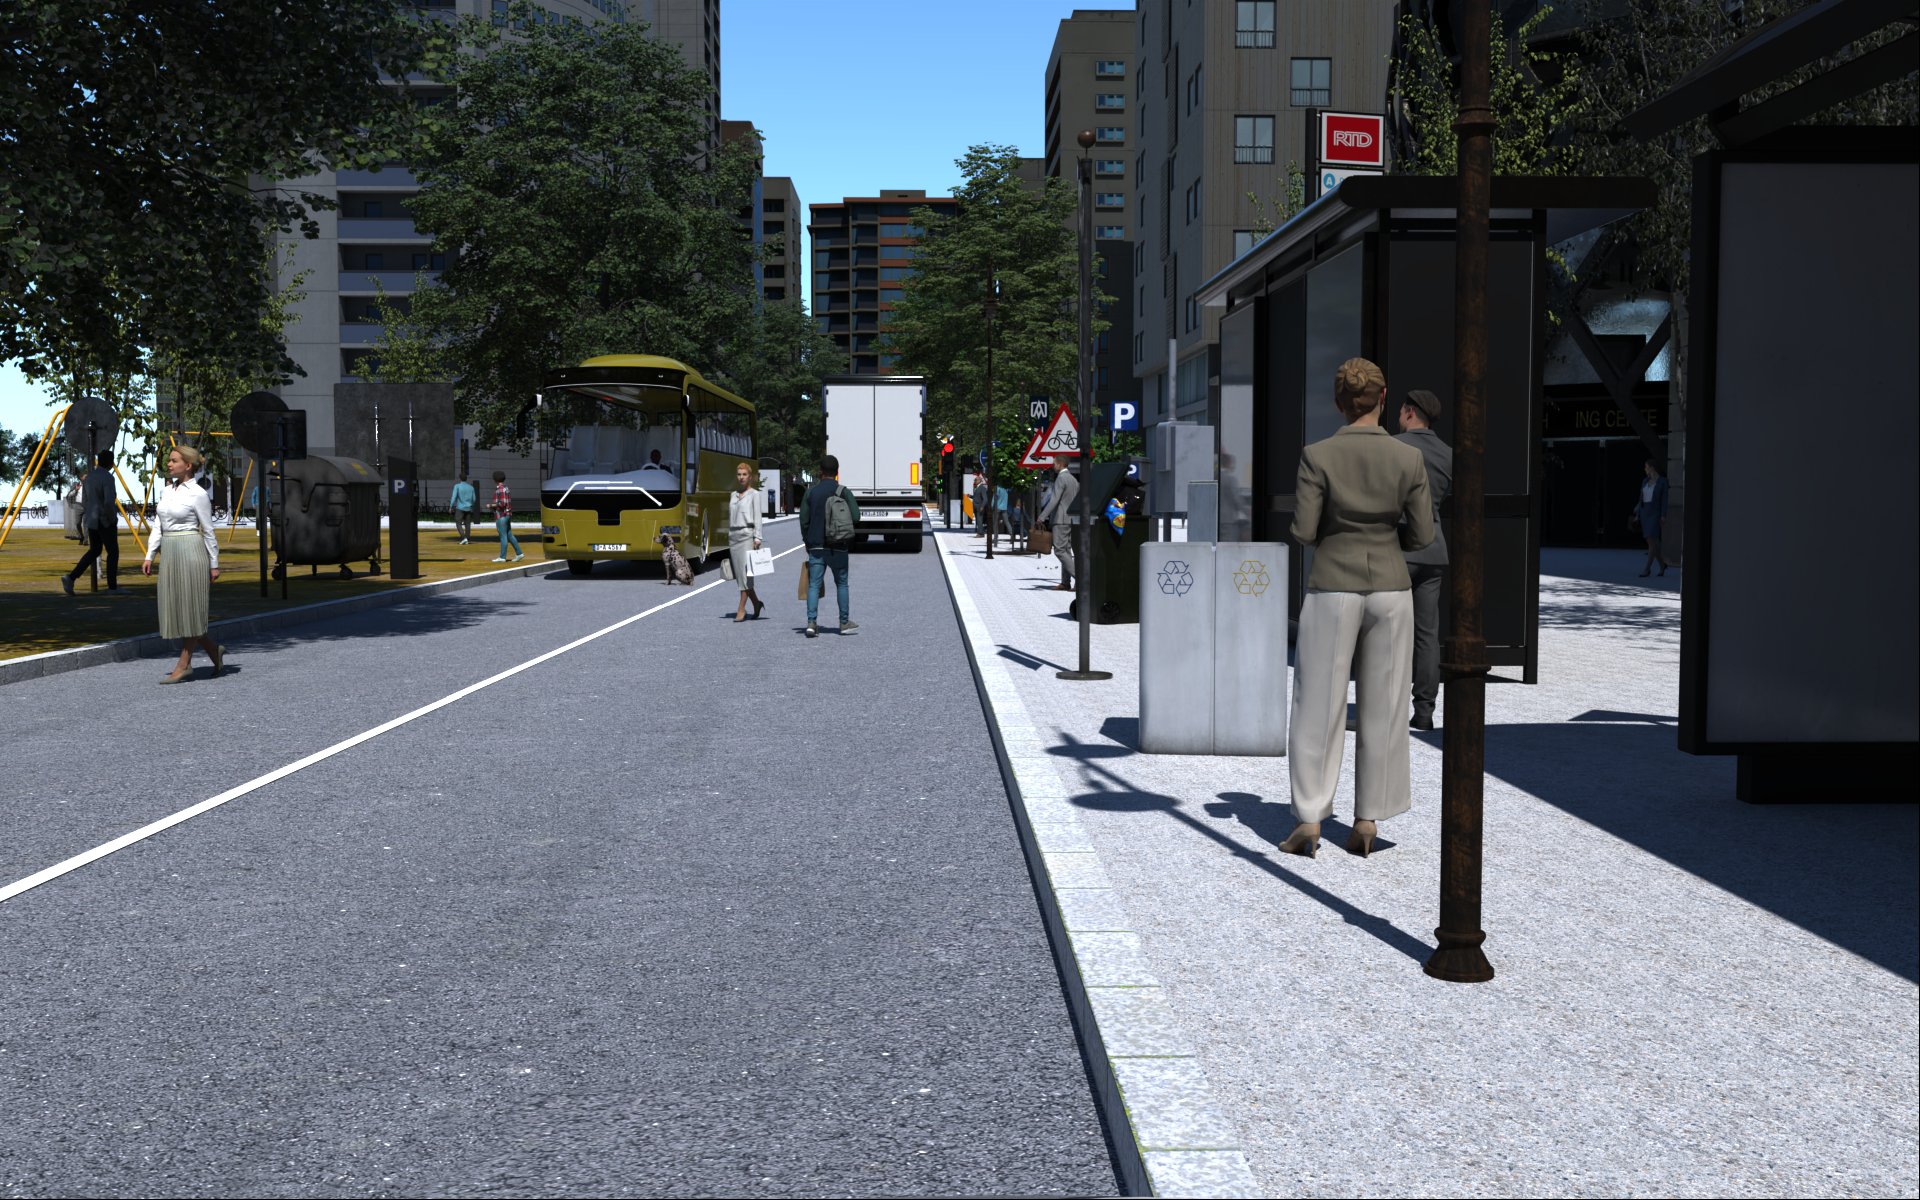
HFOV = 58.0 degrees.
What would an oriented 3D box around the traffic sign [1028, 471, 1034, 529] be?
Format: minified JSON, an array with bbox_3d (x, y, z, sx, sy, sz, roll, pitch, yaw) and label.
[{"bbox_3d":[1.911,-2.770,45.390,0.768,2.556,0.104,0,4,6],"label":"traffic sign"}]

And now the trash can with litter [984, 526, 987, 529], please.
[{"bbox_3d":[1.742,-3.246,64.135,2.233,1.210,1.678,-1,4,-14],"label":"trash can with litter"}]

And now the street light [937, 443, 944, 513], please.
[{"bbox_3d":[-1.143,-8.826,117.100,0.468,5.910,1.993,0,4,-1],"label":"street light"}]

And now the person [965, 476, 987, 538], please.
[{"bbox_3d":[0.486,-2.734,50.921,0.590,1.801,0.661,-2,4,-28],"label":"person"}]

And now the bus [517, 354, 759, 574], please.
[{"bbox_3d":[-5.847,-2.609,34.201,2.896,3.916,12.252,0,4,-1],"label":"bus"}]

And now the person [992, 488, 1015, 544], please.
[{"bbox_3d":[1.052,-2.358,44.459,0.638,1.841,0.748,-3,5,-39],"label":"person"}]

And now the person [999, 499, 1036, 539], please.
[{"bbox_3d":[1.573,-2.277,48.771,1.012,1.151,0.738,1,4,12],"label":"person"}]

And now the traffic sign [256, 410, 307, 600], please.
[{"bbox_3d":[-8.214,-1.154,21.005,0.606,2.300,0.079,0,4,1],"label":"traffic sign"}]

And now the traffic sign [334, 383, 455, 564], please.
[{"bbox_3d":[-10.369,-2.317,31.757,2.265,3.308,0.079,0,4,5],"label":"traffic sign"}]

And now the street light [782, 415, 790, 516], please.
[{"bbox_3d":[-10.178,-7.881,101.635,0.468,5.910,1.993,0,4,-1],"label":"street light"}]

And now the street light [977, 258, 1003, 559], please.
[{"bbox_3d":[0.582,-3.746,34.039,0.468,5.910,1.993,0,4,-1],"label":"street light"}]

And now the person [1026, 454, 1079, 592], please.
[{"bbox_3d":[1.343,-1.026,22.944,0.853,1.813,0.709,2,4,23],"label":"person"}]

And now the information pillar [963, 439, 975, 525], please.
[{"bbox_3d":[0.356,-4.969,72.590,0.504,3.616,0.183,-3,4,-36],"label":"information pillar"}]

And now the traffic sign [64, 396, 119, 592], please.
[{"bbox_3d":[-11.355,-1.378,22.641,0.768,2.556,0.104,0,4,8],"label":"traffic sign"}]

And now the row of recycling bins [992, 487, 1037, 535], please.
[{"bbox_3d":[2.074,-2.885,54.275,1.069,1.692,3.534,-2,4,-33],"label":"row of recycling bins"}]

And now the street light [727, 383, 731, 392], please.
[{"bbox_3d":[-9.580,-6.085,72.276,0.468,5.910,1.993,0,4,-1],"label":"street light"}]

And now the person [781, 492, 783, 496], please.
[{"bbox_3d":[-17.785,-10.101,171.269,1.350,1.814,0.705,2,4,30],"label":"person"}]

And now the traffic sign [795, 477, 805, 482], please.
[{"bbox_3d":[-12.164,-8.048,131.695,0.768,2.556,0.104,0,4,4],"label":"traffic sign"}]

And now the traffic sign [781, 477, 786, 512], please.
[{"bbox_3d":[-12.612,-7.555,123.624,0.768,2.556,0.104,0,4,4],"label":"traffic sign"}]

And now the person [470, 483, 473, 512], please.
[{"bbox_3d":[-24.415,-4.967,87.159,0.836,1.842,0.656,-3,5,-45],"label":"person"}]

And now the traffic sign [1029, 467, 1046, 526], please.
[{"bbox_3d":[1.745,-2.324,38.104,0.768,2.556,0.104,0,4,1],"label":"traffic sign"}]

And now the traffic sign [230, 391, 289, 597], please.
[{"bbox_3d":[-8.657,-1.307,21.471,0.768,2.556,0.104,0,4,0],"label":"traffic sign"}]

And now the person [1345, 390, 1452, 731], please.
[{"bbox_3d":[2.385,-0.222,9.472,0.655,1.846,0.447,-1,4,-23],"label":"person"}]

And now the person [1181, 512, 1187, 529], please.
[{"bbox_3d":[8.450,-3.528,63.905,0.537,1.800,0.526,1,4,17],"label":"person"}]

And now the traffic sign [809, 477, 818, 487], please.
[{"bbox_3d":[-10.873,-7.936,129.758,0.884,2.594,0.081,0,4,8],"label":"traffic sign"}]

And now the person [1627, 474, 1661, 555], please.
[{"bbox_3d":[14.563,-1.854,36.473,0.709,1.813,0.853,-3,4,-38],"label":"person"}]

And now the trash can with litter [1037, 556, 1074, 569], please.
[{"bbox_3d":[2.361,-1.105,29.128,1.678,1.210,2.233,-1,4,-17],"label":"trash can with litter"}]

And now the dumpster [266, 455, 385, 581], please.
[{"bbox_3d":[-9.641,-1.259,26.341,1.264,1.857,1.865,0,4,-1],"label":"dumpster"}]

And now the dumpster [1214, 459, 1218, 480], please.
[{"bbox_3d":[4.097,-1.161,24.737,1.264,1.857,1.865,0,4,-1],"label":"dumpster"}]

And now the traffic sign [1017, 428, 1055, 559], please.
[{"bbox_3d":[1.576,-2.101,34.355,0.884,2.594,0.081,0,4,6],"label":"traffic sign"}]

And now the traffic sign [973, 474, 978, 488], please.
[{"bbox_3d":[0.911,-6.559,107.349,0.768,2.556,0.104,1,4,8],"label":"traffic sign"}]

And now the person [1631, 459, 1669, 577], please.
[{"bbox_3d":[10.767,-1.269,26.819,0.654,1.822,0.581,-1,4,-14],"label":"person"}]

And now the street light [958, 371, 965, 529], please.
[{"bbox_3d":[0.064,-5.555,63.620,0.468,5.910,1.993,0,4,-1],"label":"street light"}]

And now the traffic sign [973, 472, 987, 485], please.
[{"bbox_3d":[1.194,-6.090,99.577,0.884,2.594,0.081,0,4,6],"label":"traffic sign"}]

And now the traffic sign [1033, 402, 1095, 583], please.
[{"bbox_3d":[1.473,-1.502,24.566,0.884,2.594,0.081,0,4,5],"label":"traffic sign"}]

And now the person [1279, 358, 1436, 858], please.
[{"bbox_3d":[1.409,0.026,6.171,0.519,1.759,0.362,0,4,3],"label":"person"}]

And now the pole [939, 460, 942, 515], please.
[{"bbox_3d":[-1.160,-6.767,104.485,0.158,3.312,0.155,0,3,0],"label":"pole"}]

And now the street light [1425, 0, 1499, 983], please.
[{"bbox_3d":[1.335,-1.937,4.452,0.468,5.910,1.993,0,4,-1],"label":"street light"}]

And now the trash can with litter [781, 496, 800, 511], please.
[{"bbox_3d":[-13.794,-8.298,146.726,2.233,1.210,1.678,0,4,-3],"label":"trash can with litter"}]

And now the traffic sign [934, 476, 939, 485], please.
[{"bbox_3d":[-1.325,-7.034,115.112,0.768,2.556,0.104,0,4,6],"label":"traffic sign"}]

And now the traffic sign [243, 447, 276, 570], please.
[{"bbox_3d":[-11.766,-1.784,29.267,0.768,2.556,0.104,0,4,8],"label":"traffic sign"}]

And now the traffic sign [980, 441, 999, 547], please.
[{"bbox_3d":[0.861,-2.542,41.660,0.768,2.556,0.104,0,4,0],"label":"traffic sign"}]
